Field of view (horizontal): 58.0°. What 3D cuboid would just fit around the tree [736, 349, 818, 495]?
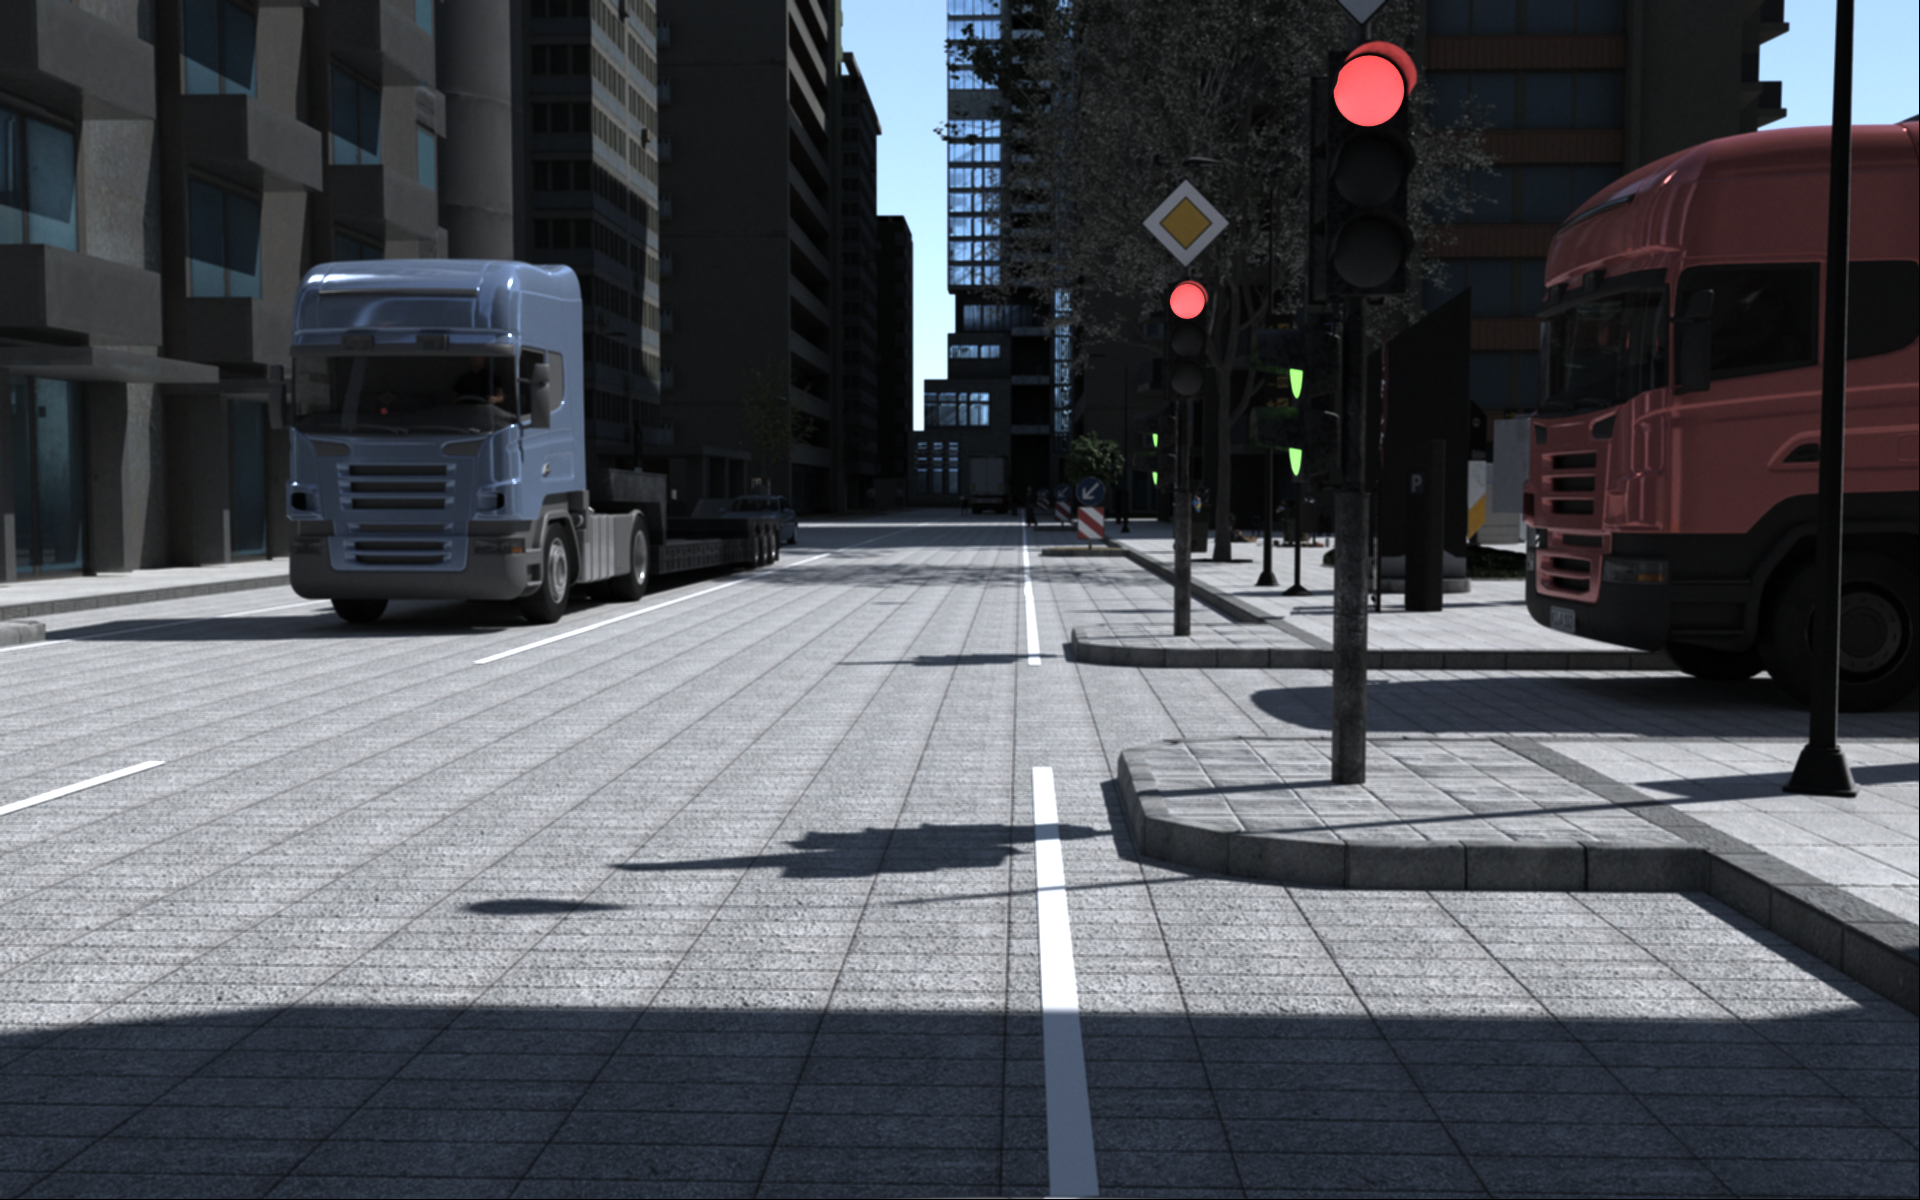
[{"bbox_3d":[-9.657,-8.477,88.955,4.737,8.622,4.395,0,3,0],"label":"tree"}]

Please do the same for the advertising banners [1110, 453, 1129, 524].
[{"bbox_3d":[6.794,-4.754,73.917,0.090,3.025,2.074,2,4,28],"label":"advertising banners"}]

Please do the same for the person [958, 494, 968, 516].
[{"bbox_3d":[0.181,-6.283,114.423,0.799,1.438,0.628,1,4,17],"label":"person"}]

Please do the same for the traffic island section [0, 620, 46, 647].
[{"bbox_3d":[-9.999,0.376,16.126,2.009,0.180,2.903,0,4,2],"label":"traffic island section"}]

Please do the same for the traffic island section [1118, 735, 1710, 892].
[{"bbox_3d":[1.752,0.891,7.717,2.009,0.180,2.903,0,4,2],"label":"traffic island section"}]

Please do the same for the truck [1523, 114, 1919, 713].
[{"bbox_3d":[9.283,-1.429,12.275,11.283,4.237,2.839,0,4,1],"label":"truck"}]

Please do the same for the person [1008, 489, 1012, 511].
[{"bbox_3d":[4.326,-8.526,147.899,0.705,1.824,1.348,-1,4,-16],"label":"person"}]

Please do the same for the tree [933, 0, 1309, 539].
[{"bbox_3d":[5.477,-11.759,48.154,12.611,20.169,13.585,0,3,0],"label":"tree"}]

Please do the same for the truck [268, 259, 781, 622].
[{"bbox_3d":[-5.334,-2.232,26.255,2.967,4.110,18.799,0,4,3],"label":"truck"}]

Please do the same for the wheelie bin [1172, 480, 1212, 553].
[{"bbox_3d":[5.125,-1.858,38.293,0.693,1.594,0.980,-2,4,-29],"label":"wheelie bin"}]

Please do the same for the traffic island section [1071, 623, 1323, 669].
[{"bbox_3d":[2.034,0.403,15.697,2.009,0.180,2.903,0,4,2],"label":"traffic island section"}]

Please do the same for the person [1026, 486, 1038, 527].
[{"bbox_3d":[3.089,-4.080,75.629,0.534,1.772,0.576,-3,5,-41],"label":"person"}]

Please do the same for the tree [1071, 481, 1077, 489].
[{"bbox_3d":[6.705,-6.042,93.396,1.663,3.219,1.824,0,3,0],"label":"tree"}]

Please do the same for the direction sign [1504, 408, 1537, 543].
[{"bbox_3d":[14.750,-3.283,45.676,0.876,3.537,0.379,0,4,-4],"label":"direction sign"}]

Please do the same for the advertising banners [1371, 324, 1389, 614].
[{"bbox_3d":[4.591,-1.392,18.944,0.090,3.025,2.074,1,4,12],"label":"advertising banners"}]

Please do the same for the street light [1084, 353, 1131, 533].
[{"bbox_3d":[4.950,-5.187,57.349,1.470,5.913,1.316,0,4,2],"label":"street light"}]

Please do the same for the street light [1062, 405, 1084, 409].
[{"bbox_3d":[6.045,-7.223,90.635,1.470,5.913,1.316,0,4,2],"label":"street light"}]

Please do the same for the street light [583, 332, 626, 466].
[{"bbox_3d":[-10.241,-4.719,49.695,1.470,5.913,1.316,0,4,2],"label":"street light"}]

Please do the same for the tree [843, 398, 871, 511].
[{"bbox_3d":[-8.951,-11.126,132.273,4.360,8.622,3.978,0,3,0],"label":"tree"}]

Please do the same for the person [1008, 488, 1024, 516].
[{"bbox_3d":[3.631,-6.483,114.504,1.348,1.822,0.705,-3,4,-39],"label":"person"}]

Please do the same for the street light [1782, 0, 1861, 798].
[{"bbox_3d":[3.188,-2.128,7.342,1.470,5.913,1.316,0,4,2],"label":"street light"}]

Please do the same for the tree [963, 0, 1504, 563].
[{"bbox_3d":[5.081,-7.468,32.465,12.009,13.543,11.850,0,3,0],"label":"tree"}]

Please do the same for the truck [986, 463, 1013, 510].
[{"bbox_3d":[3.302,-10.379,158.615,2.839,4.237,11.283,0,4,3],"label":"truck"}]

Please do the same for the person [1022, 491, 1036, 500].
[{"bbox_3d":[5.943,-8.614,149.426,1.348,1.812,0.705,2,4,26],"label":"person"}]

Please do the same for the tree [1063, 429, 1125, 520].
[{"bbox_3d":[6.749,-6.345,87.447,4.285,4.588,4.351,0,3,0],"label":"tree"}]

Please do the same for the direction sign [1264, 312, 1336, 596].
[{"bbox_3d":[4.263,-1.823,21.800,0.876,3.537,0.379,1,4,19],"label":"direction sign"}]

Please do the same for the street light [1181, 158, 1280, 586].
[{"bbox_3d":[3.758,-3.151,24.067,1.470,5.913,1.316,0,4,2],"label":"street light"}]

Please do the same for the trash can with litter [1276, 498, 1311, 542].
[{"bbox_3d":[9.002,-2.157,46.647,0.624,1.170,1.055,3,4,37],"label":"trash can with litter"}]

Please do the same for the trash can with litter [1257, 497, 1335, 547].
[{"bbox_3d":[8.272,-1.917,42.405,1.678,1.210,2.233,-2,4,-35],"label":"trash can with litter"}]

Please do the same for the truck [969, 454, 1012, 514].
[{"bbox_3d":[2.244,-8.511,128.067,2.839,4.237,11.283,0,4,4],"label":"truck"}]

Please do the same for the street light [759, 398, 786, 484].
[{"bbox_3d":[-9.115,-6.804,83.780,1.470,5.913,1.316,0,4,2],"label":"street light"}]
